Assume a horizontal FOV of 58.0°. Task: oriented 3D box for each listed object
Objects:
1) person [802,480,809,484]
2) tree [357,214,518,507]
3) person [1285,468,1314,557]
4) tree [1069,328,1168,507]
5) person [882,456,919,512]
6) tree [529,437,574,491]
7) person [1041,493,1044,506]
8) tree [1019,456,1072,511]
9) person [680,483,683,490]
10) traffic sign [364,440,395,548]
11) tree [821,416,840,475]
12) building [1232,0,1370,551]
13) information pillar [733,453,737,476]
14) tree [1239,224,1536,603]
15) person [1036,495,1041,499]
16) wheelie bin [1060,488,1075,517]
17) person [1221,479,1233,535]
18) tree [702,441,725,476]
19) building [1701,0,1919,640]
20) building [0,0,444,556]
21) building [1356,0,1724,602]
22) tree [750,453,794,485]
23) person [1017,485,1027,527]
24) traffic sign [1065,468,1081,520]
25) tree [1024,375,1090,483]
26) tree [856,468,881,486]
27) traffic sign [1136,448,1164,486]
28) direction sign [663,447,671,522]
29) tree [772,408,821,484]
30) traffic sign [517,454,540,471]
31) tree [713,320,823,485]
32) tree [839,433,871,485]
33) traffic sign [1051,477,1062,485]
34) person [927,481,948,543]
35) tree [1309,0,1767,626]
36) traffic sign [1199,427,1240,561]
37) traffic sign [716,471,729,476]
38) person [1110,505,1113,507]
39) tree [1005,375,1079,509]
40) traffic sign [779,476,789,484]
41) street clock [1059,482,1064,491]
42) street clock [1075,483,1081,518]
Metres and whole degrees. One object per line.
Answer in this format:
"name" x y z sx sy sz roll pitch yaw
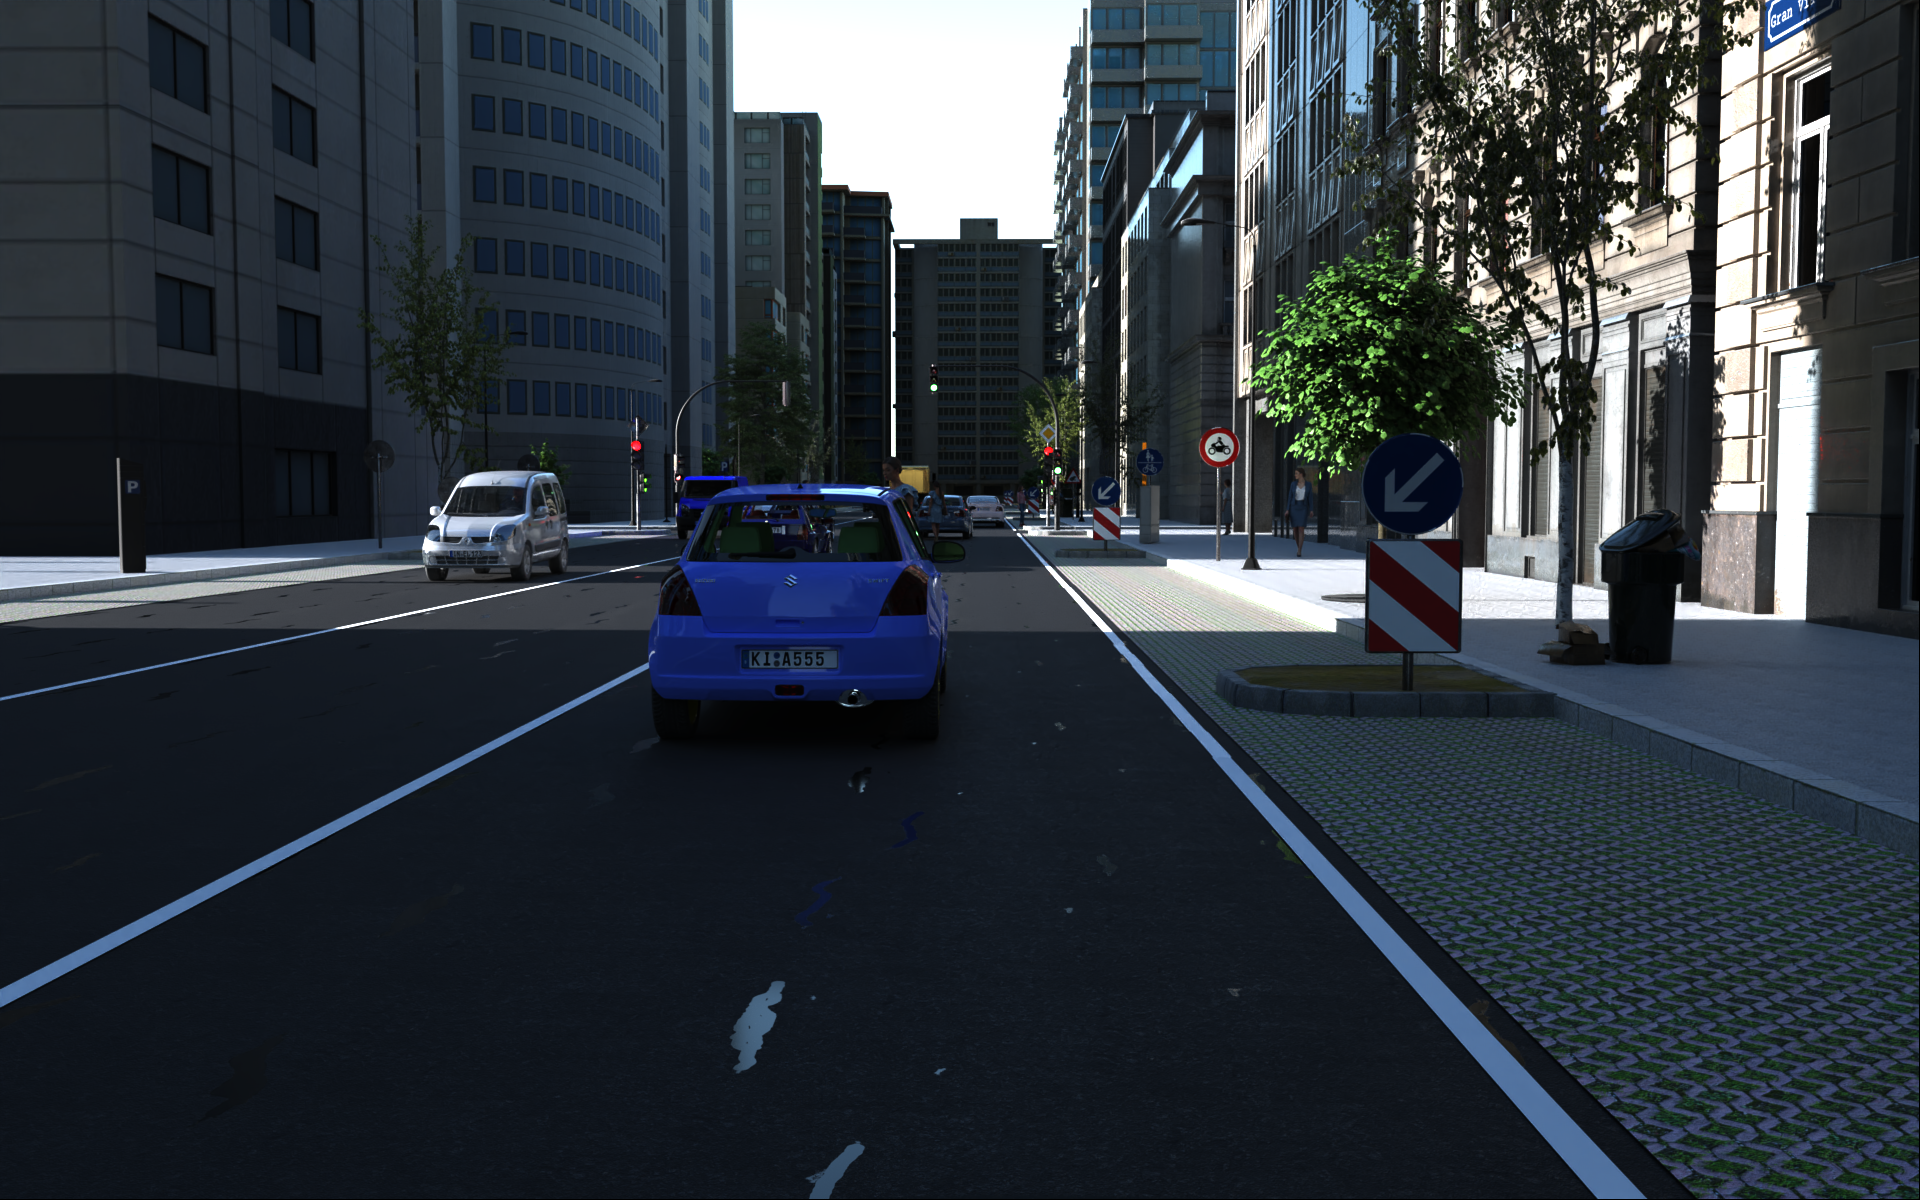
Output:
"person" -4.388 -2.447 48.613 0.679 1.850 0.850 0 4 0
"tree" -13.653 -5.818 45.494 4.737 8.622 4.395 0 3 0
"person" 7.012 -1.808 35.635 0.581 1.822 0.654 2 4 32
"tree" 6.659 -7.684 76.003 4.360 8.622 3.978 0 3 0
"person" -0.649 -0.549 17.570 0.778 1.811 0.616 -2 4 -24
"tree" -13.921 -3.926 58.790 1.663 3.219 1.824 0 3 0
"person" 9.165 -11.160 189.188 0.721 1.739 1.217 2 4 29
"tree" 6.935 -8.938 129.854 4.285 4.588 4.351 0 3 0
"person" -13.656 -4.818 84.994 0.511 1.800 0.466 -2 4 -24
"traffic sign" -13.706 -2.494 40.877 0.768 2.556 0.104 0 4 7
"tree" -12.317 -11.857 144.228 4.360 8.622 3.978 0 3 0
"building" 15.044 -14.044 47.639 12.078 24.808 19.932 0 4 1
"information pillar" -12.793 -6.548 98.421 0.183 3.616 0.504 1 4 12
"tree" 5.049 -2.276 20.927 4.285 4.588 4.351 0 3 0
"person" 9.575 -12.741 213.989 0.705 1.869 1.348 -2 4 -30
"wheelie bin" 5.798 -5.337 95.163 0.980 1.594 0.693 -1 4 -23
"person" 8.279 -2.908 54.154 0.524 1.755 0.480 2 4 30
"tree" -15.609 -7.341 103.743 4.285 4.588 4.351 0 3 0
"building" 13.979 -12.819 6.862 12.463 27.353 25.104 0 4 1
"building" -27.077 -37.037 43.808 20.611 71.187 20.563 0 4 1
"building" 13.330 -10.982 28.711 9.793 20.994 18.267 0 4 1
"tree" -13.813 -8.733 126.495 4.285 4.588 4.351 0 3 0
"person" 2.691 -4.105 75.633 0.388 1.821 0.555 2 4 28
"traffic sign" 5.625 -5.260 86.009 0.884 2.594 0.081 1 4 9
"tree" 6.086 -9.544 106.412 4.737 8.622 4.395 0 3 0
"tree" -11.567 -14.272 217.057 4.285 4.588 4.351 0 3 0
"traffic sign" 5.259 -2.934 48.079 0.768 2.556 0.104 0 4 1
"direction sign" -13.334 -5.300 78.646 0.379 3.537 0.876 -1 4 -10
"tree" -13.725 -11.510 138.557 4.360 8.622 3.978 0 3 0
"traffic sign" -13.787 -3.380 55.374 0.768 2.556 0.104 0 4 7
"tree" -12.628 -11.945 113.424 7.486 12.596 7.792 0 3 0
"tree" -12.484 -15.814 208.914 4.737 8.622 4.395 0 3 0
"traffic sign" 6.152 -6.725 110.053 0.768 2.556 0.104 0 4 1
"person" -0.645 -2.536 50.052 0.616 1.811 0.778 -1 4 -10
"tree" 5.632 -4.049 16.564 4.360 8.622 3.978 0 3 0
"traffic sign" 4.943 -2.016 33.067 0.768 2.556 0.104 0 4 5
"traffic sign" -12.873 -5.730 93.797 0.768 2.556 0.104 0 4 8
"person" 9.562 -6.169 109.494 0.523 1.515 0.503 0 4 -1
"tree" 7.554 -13.765 150.805 9.928 11.665 9.643 0 3 0
"traffic sign" -12.566 -7.565 123.692 0.884 2.594 0.081 0 4 1
"street clock" 5.893 -5.904 101.096 0.358 2.002 0.471 -1 4 -11
"street clock" 6.389 -5.462 93.871 0.358 2.002 0.471 0 4 -6
